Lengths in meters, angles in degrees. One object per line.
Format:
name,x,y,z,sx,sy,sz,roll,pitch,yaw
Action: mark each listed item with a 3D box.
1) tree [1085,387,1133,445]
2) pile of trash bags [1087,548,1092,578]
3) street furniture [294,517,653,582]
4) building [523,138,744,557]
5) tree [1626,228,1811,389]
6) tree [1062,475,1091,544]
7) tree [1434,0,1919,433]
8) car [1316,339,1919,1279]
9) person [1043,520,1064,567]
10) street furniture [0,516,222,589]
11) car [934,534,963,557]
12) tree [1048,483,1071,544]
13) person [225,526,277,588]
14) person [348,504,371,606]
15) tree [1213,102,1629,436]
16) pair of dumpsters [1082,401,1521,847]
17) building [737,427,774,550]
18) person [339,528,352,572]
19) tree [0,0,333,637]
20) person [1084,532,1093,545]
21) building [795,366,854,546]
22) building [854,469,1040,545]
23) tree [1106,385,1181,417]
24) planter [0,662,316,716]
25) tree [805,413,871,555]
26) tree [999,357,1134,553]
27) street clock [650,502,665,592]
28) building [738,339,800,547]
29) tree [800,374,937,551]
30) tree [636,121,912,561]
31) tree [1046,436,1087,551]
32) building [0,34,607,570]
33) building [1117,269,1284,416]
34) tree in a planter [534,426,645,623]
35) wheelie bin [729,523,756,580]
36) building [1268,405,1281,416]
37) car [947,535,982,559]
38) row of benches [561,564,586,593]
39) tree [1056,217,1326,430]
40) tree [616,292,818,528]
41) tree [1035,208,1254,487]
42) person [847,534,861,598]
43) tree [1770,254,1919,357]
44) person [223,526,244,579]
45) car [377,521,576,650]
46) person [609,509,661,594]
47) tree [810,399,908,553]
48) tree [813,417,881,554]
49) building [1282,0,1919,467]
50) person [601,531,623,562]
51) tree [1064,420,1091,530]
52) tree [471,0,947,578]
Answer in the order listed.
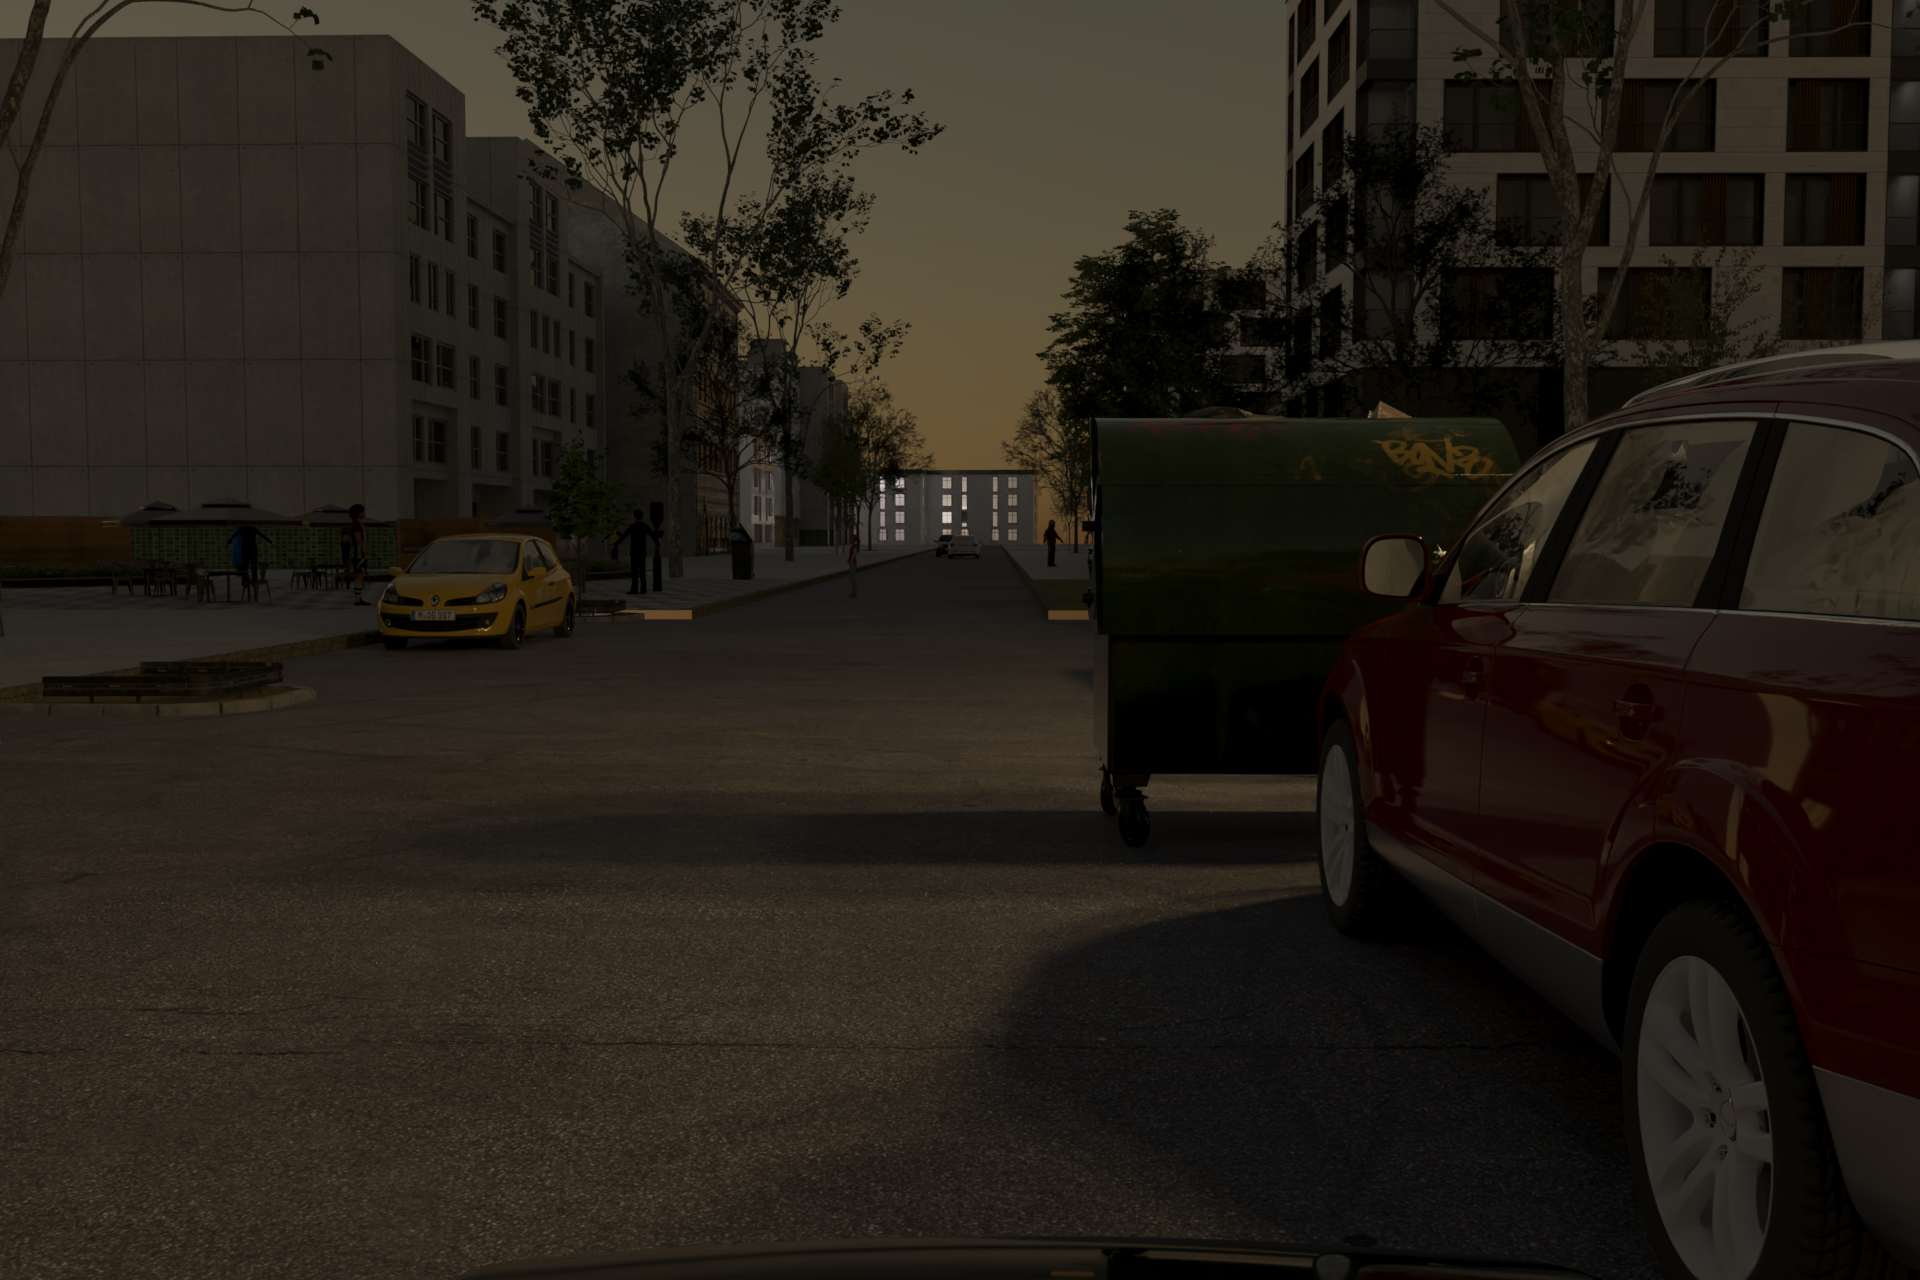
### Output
tree,7.357,-8.085,82.556,4.360,8.622,3.978,0,3,0
pile of trash bags,3.728,-1.725,37.951,1.912,1.369,3.447,0,4,-1
street furniture,-12.083,-2.571,48.882,9.812,1.723,11.010,1,4,17
building,-23.992,-16.807,105.727,19.493,23.208,18.063,0,4,0
tree,18.419,-5.646,42.676,4.737,8.622,4.395,0,3,0
tree,16.472,-17.417,219.178,7.601,10.594,8.767,0,4,-4
tree,8.700,-10.309,24.440,12.611,20.169,13.585,0,3,0
car,2.329,0.252,4.555,2.281,1.827,5.304,0,4,1
person,3.650,-3.842,68.592,0.705,1.858,1.354,3,4,36
street furniture,-22.754,-2.258,43.768,9.812,1.723,11.010,3,4,38
car,-0.630,-6.087,109.301,2.009,1.686,4.222,0,4,1
tree,13.649,-16.902,226.710,4.737,8.622,4.395,0,3,0
person,-16.787,-2.096,40.989,1.216,1.740,0.721,0,4,-2
person,-10.747,-1.524,31.067,0.704,1.843,1.345,-1,4,-21
tree,9.906,-6.268,36.888,8.767,10.594,7.601,0,4,-4
pair of dumpsters,2.807,-0.210,8.379,4.436,2.255,1.574,0,4,1
building,-20.373,-12.649,148.957,9.099,9.664,28.070,0,4,1
person,-18.548,-2.840,52.205,0.705,1.856,1.354,-1,4,-22
tree,-11.079,-10.034,19.951,12.611,20.169,13.585,0,3,0
person,4.470,-3.056,56.764,1.217,1.733,0.721,-3,5,-44
building,-21.920,-20.323,198.739,16.747,18.905,31.486,0,4,2
building,-4.216,-17.088,223.990,28.070,9.664,9.099,1,4,10
tree,7.468,-7.293,69.609,4.360,8.622,3.978,0,3,0
planter,-6.606,0.400,14.604,1.991,0.319,1.994,0,4,2
tree,-7.421,-9.431,104.567,4.737,8.622,4.395,0,3,0
tree,7.699,-12.525,115.147,12.009,13.543,11.850,0,3,0
street clock,-6.758,-2.083,38.634,0.358,2.002,0.471,0,4,1
building,-22.058,-19.112,168.900,16.016,20.090,11.380,0,4,1
tree,-6.923,-13.587,132.513,12.009,13.543,11.850,0,3,0
tree,-8.690,-13.768,81.000,12.611,20.169,13.585,0,3,0
tree,8.256,-11.021,130.558,4.360,8.622,3.978,0,3,0
building,-27.993,-12.920,77.698,16.747,18.905,31.486,0,4,2
building,27.244,-18.722,150.083,27.936,21.610,32.646,0,4,1
tree in a planter,-6.366,-1.937,28.893,1.991,3.239,1.994,0,4,1
wheelie bin,-6.163,-2.514,49.004,0.693,1.594,0.980,0,4,3
building,25.119,-9.845,103.110,9.099,9.664,28.070,0,4,1
car,0.247,-5.467,101.743,2.083,1.381,4.827,0,4,1
row of benches,-8.764,-1.240,35.743,1.422,0.672,4.104,1,4,9
tree,6.509,-7.090,50.336,8.767,10.594,7.601,1,4,20
tree,-8.965,-8.112,67.041,7.601,10.594,8.767,1,4,20
tree,6.461,-8.711,60.559,7.486,12.596,7.792,0,3,0
person,-2.476,-1.676,39.121,0.599,1.433,0.991,0,4,-8
tree,23.295,-5.885,46.575,4.360,8.622,3.978,0,3,0
person,-20.747,-2.672,49.818,1.347,1.817,0.704,3,5,39
car,-6.278,-0.763,22.704,2.015,1.641,3.980,0,4,1
person,-6.878,-1.879,36.907,0.705,1.806,1.347,3,5,42
tree,-6.767,-11.293,119.056,7.601,10.594,8.767,-3,5,-43
tree,-7.142,-9.746,109.711,4.737,8.622,4.395,0,3,0
building,26.431,-13.764,69.009,27.936,21.610,32.646,0,4,1
person,-13.812,-3.819,68.905,1.216,1.772,0.721,3,4,36
tree,7.342,-8.841,94.917,4.360,8.622,3.978,0,3,0
tree,-7.263,-11.845,49.552,12.611,20.169,13.585,0,3,0
